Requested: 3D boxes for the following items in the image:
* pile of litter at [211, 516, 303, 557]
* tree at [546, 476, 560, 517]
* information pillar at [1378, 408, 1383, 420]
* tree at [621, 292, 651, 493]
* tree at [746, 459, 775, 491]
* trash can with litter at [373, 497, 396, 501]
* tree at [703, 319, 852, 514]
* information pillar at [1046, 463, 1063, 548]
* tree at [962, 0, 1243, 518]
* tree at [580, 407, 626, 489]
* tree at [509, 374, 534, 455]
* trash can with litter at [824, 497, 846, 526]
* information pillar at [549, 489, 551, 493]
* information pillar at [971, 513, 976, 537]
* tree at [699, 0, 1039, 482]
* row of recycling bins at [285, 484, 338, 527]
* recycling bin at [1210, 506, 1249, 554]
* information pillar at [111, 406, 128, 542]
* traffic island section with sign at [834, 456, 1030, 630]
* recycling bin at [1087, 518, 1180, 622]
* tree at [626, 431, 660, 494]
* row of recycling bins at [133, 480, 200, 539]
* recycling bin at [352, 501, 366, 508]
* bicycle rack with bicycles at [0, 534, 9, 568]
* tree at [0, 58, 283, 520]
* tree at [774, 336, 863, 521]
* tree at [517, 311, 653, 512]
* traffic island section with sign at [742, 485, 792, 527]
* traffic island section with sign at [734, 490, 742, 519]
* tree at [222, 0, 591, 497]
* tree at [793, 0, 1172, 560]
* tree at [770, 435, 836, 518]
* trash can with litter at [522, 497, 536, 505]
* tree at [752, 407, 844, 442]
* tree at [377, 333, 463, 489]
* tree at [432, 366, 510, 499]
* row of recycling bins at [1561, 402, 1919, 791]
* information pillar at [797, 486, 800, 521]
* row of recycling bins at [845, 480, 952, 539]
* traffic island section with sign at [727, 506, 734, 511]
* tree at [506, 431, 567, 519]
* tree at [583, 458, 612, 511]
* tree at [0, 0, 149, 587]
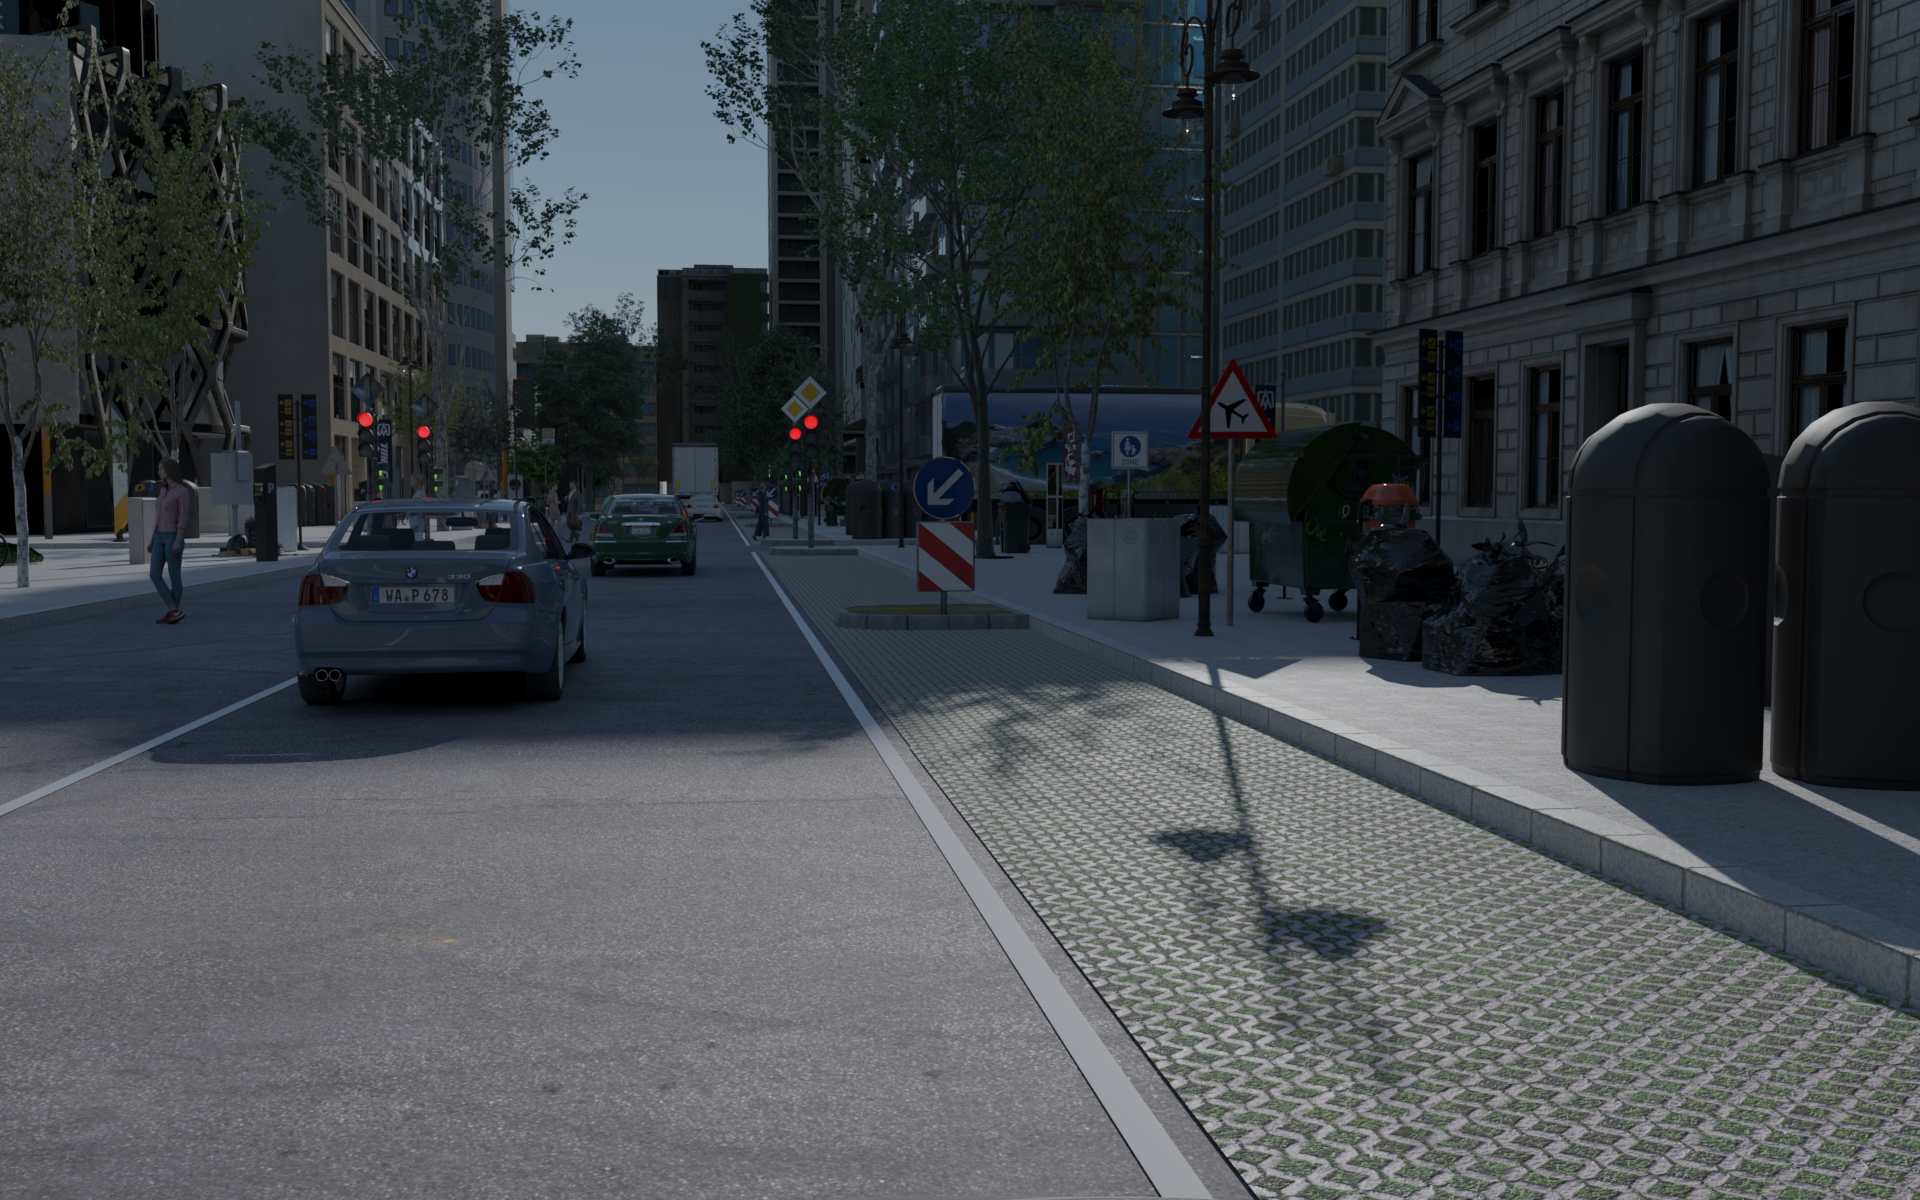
[{"bbox_3d":[-14.594,-1.348,36.003,1.719,0.858,1.176,-1,4,-9],"label":"pile of litter"},{"bbox_3d":[-23.021,-6.232,96.492,1.663,3.219,1.824,0,3,0],"label":"tree"},{"bbox_3d":[10.538,-3.175,43.258,0.183,3.616,0.504,-1,4,-15],"label":"information pillar"},{"bbox_3d":[-30.285,-18.631,160.501,12.611,20.169,13.585,0,3,0],"label":"tree"},{"bbox_3d":[-21.673,-14.463,186.828,4.737,8.622,4.395,0,3,0],"label":"tree"},{"bbox_3d":[-20.901,-3.129,62.550,0.624,1.170,1.055,0,4,7],"label":"trash can with litter"},{"bbox_3d":[-11.744,-12.040,113.862,9.611,12.733,9.660,0,3,0],"label":"tree"},{"bbox_3d":[2.242,-2.235,41.036,0.304,2.012,0.304,2,4,27],"label":"information pillar"},{"bbox_3d":[1.879,-4.557,24.866,4.737,8.622,4.395,0,3,0],"label":"tree"},{"bbox_3d":[-29.722,-11.955,145.829,4.360,8.622,3.978,0,3,0],"label":"tree"},{"bbox_3d":[-28.057,-9.496,105.615,4.360,8.622,3.978,0,3,0],"label":"tree"},{"bbox_3d":[-4.871,-3.523,68.993,1.055,1.170,0.624,1,4,13],"label":"trash can with litter"},{"bbox_3d":[-27.413,-7.630,116.105,0.504,3.616,0.183,1,4,17],"label":"information pillar"},{"bbox_3d":[0.367,-3.679,51.506,0.183,3.616,0.504,0,4,0],"label":"information pillar"},{"bbox_3d":[-1.612,-12.477,59.888,12.611,20.169,13.585,0,3,0],"label":"tree"},{"bbox_3d":[-26.086,-3.817,69.520,1.069,1.692,3.534,0,4,6],"label":"row of recycling bins"},{"bbox_3d":[5.850,-1.518,37.379,0.722,1.027,0.722,3,4,37],"label":"recycling bin"},{"bbox_3d":[-22.427,-3.356,46.225,0.504,3.616,0.183,2,4,29],"label":"information pillar"},{"bbox_3d":[-0.373,-0.639,19.078,1.989,1.847,2.006,0,4,-8],"label":"traffic island section with sign"},{"bbox_3d":[1.788,-0.322,17.819,0.722,1.027,0.722,3,4,38],"label":"recycling bin"},{"bbox_3d":[-36.397,-15.124,197.635,4.737,8.622,4.395,0,3,0],"label":"tree"},{"bbox_3d":[-23.300,-2.678,50.898,1.069,1.692,3.534,-3,5,-43],"label":"row of recycling bins"},{"bbox_3d":[-20.581,-2.907,60.089,0.722,1.027,0.722,3,5,40],"label":"recycling bin"},{"bbox_3d":[-17.157,-0.926,28.530,2.852,0.926,2.925,2,4,31],"label":"bicycle rack with bicycles"},{"bbox_3d":[-13.460,-4.810,29.004,4.737,8.622,4.395,0,3,0],"label":"tree"},{"bbox_3d":[-6.784,-7.961,80.530,4.360,8.622,3.978,0,3,0],"label":"tree"},{"bbox_3d":[-26.303,-13.198,122.434,9.857,13.997,8.962,0,3,0],"label":"tree"},{"bbox_3d":[-8.294,-4.049,74.836,1.989,1.847,2.006,0,4,-8],"label":"traffic island section with sign"},{"bbox_3d":[-12.080,-5.682,101.525,1.989,1.847,2.006,0,4,-8],"label":"traffic island section with sign"},{"bbox_3d":[-18.536,-12.346,57.749,12.611,20.169,13.585,0,3,0],"label":"tree"},{"bbox_3d":[0.338,-6.634,34.226,9.928,11.665,9.643,0,3,0],"label":"tree"},{"bbox_3d":[-8.403,-6.599,91.614,4.285,4.588,4.351,0,3,0],"label":"tree"},{"bbox_3d":[-19.263,-4.046,77.534,0.624,1.170,1.055,0,4,1],"label":"trash can with litter"},{"bbox_3d":[-12.757,-11.967,130.076,7.601,10.594,8.767,1,4,20],"label":"tree"},{"bbox_3d":[-24.480,-7.854,78.771,4.737,8.622,4.395,0,3,0],"label":"tree"},{"bbox_3d":[-28.056,-9.092,99.022,4.360,8.622,3.978,0,3,0],"label":"tree"},{"bbox_3d":[4.590,-0.043,7.809,3.534,1.692,1.069,0,4,5],"label":"row of recycling bins"},{"bbox_3d":[-7.924,-4.865,84.038,0.304,2.012,0.304,0,4,-7],"label":"information pillar"},{"bbox_3d":[-1.835,-2.642,50.313,1.069,1.692,3.534,3,5,39],"label":"row of recycling bins"},{"bbox_3d":[-19.019,-8.673,150.434,1.989,1.847,2.006,0,4,-8],"label":"traffic island section with sign"},{"bbox_3d":[-22.178,-6.514,90.210,4.285,4.588,4.351,0,3,0],"label":"tree"},{"bbox_3d":[-28.097,-9.105,132.578,4.285,4.588,4.351,0,3,0],"label":"tree"},{"bbox_3d":[-12.945,-4.464,23.351,4.360,8.622,3.978,0,3,0],"label":"tree"}]
